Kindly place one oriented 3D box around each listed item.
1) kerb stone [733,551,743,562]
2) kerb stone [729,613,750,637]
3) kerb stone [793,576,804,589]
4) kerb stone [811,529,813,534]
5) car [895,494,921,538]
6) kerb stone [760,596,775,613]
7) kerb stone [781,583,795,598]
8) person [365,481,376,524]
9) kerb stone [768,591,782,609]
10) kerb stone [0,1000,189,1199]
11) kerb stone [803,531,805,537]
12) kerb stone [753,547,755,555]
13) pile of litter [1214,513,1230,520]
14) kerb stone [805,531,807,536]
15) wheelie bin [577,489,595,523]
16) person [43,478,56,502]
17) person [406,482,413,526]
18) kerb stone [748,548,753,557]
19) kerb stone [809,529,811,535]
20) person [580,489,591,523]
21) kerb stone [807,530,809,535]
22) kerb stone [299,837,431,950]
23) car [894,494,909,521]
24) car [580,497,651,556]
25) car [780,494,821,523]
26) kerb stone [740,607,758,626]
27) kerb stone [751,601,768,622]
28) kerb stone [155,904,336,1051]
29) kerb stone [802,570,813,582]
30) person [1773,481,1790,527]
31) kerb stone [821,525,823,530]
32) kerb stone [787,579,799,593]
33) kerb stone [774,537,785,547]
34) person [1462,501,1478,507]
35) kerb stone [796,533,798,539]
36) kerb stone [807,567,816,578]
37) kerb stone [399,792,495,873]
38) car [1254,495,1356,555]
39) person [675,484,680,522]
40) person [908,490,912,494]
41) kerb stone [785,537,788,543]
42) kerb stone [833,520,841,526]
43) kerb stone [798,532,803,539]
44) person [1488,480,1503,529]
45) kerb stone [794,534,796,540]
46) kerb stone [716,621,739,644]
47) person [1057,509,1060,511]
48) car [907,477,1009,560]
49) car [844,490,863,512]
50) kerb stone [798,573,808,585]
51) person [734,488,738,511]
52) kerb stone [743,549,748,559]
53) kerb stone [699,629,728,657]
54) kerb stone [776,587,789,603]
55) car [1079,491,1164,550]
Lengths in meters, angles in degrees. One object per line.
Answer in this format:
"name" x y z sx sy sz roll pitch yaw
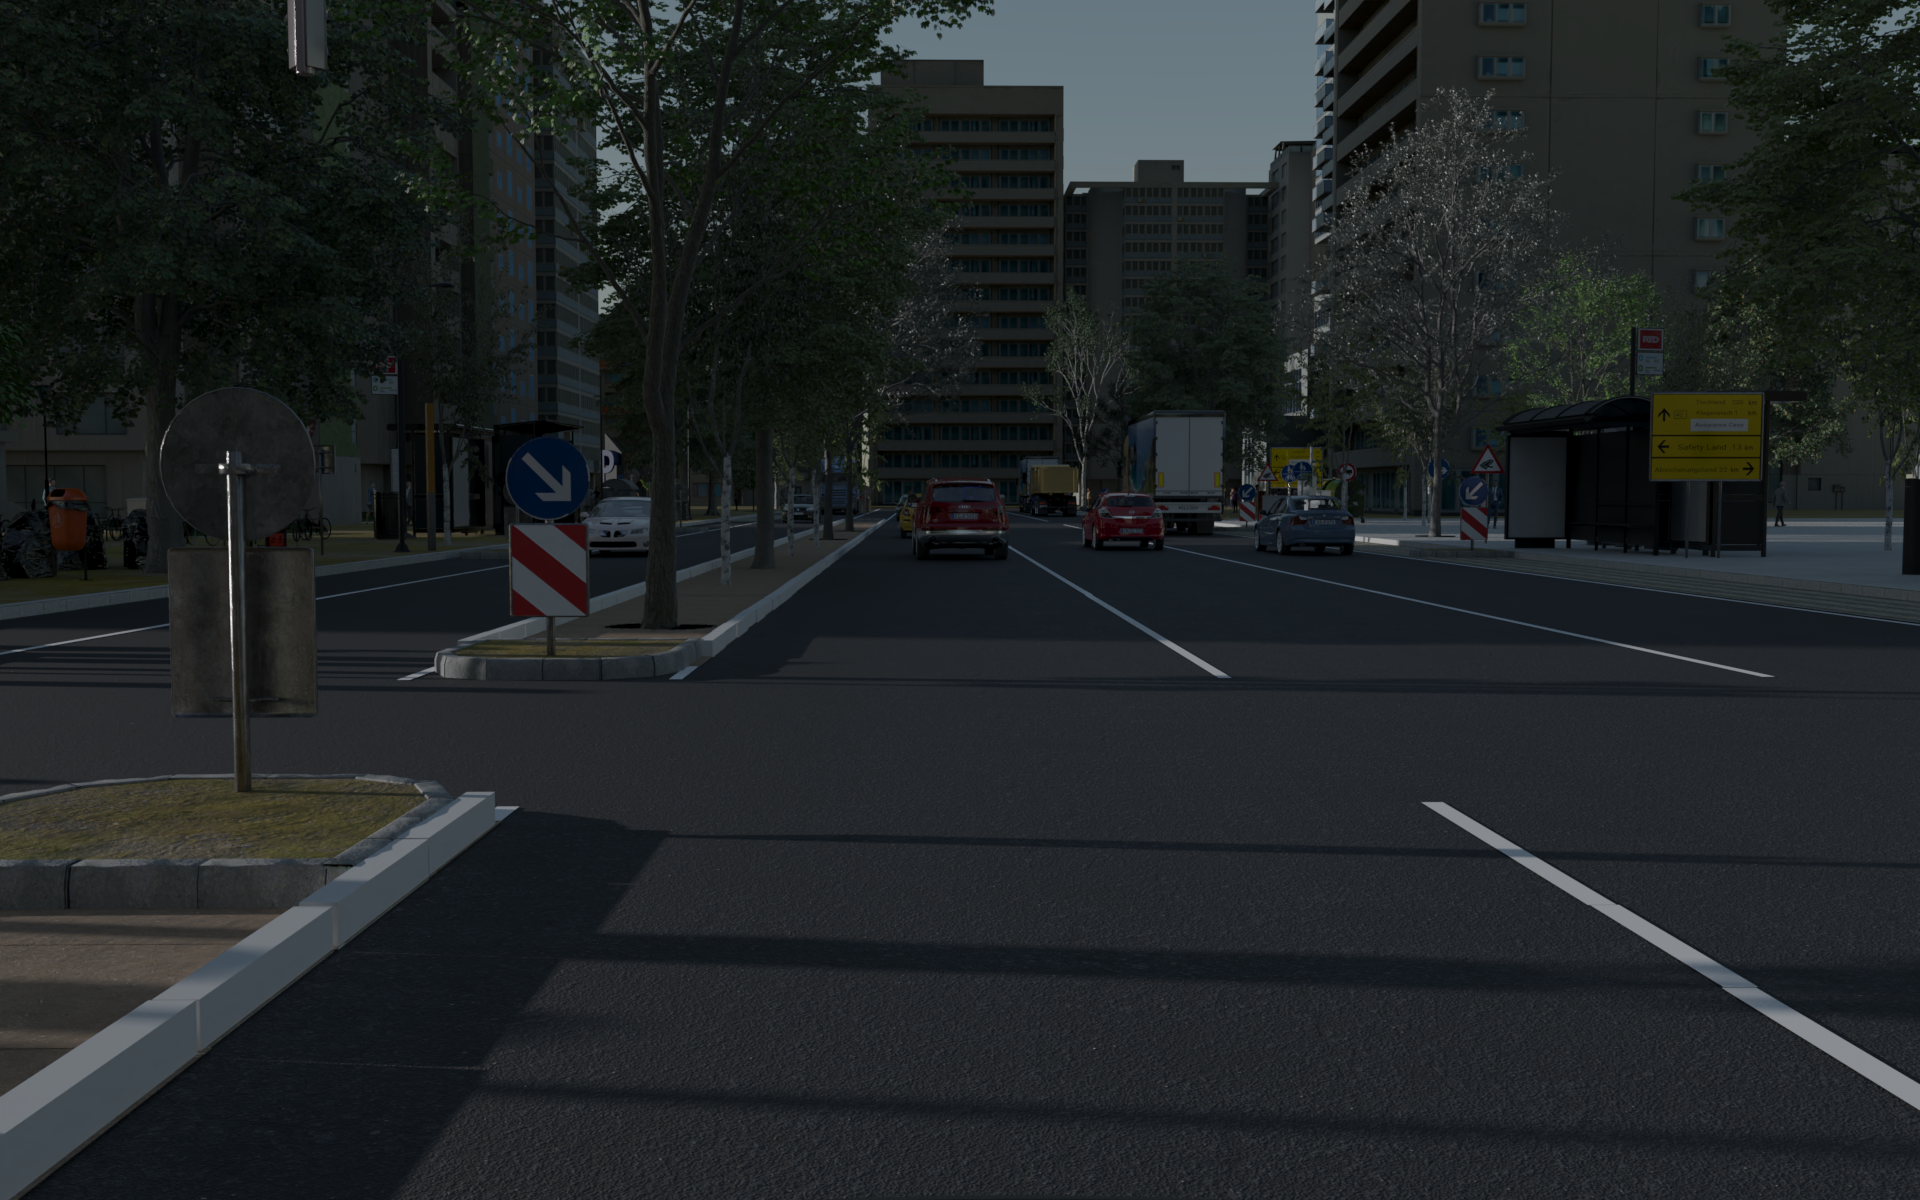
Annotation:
"kerb stone" -4.817 -0.914 37.187 0.120 0.150 1.000 0 4 -1
"kerb stone" -2.284 0.273 17.731 0.120 0.150 1.000 0 4 -1
"kerb stone" -2.473 -0.229 25.932 0.120 0.150 1.000 0 4 -1
"kerb stone" -5.342 -2.360 60.801 0.120 0.150 1.000 0 4 -1
"car" -1.148 -2.893 57.521 2.015 1.641 3.980 0 4 -2
"kerb stone" -2.360 0.093 20.800 0.120 0.150 1.000 0 4 -1
"kerb stone" -2.413 -0.103 23.872 0.120 0.150 1.000 0 4 -1
"person" -25.091 -4.149 73.908 0.654 1.822 0.581 2 4 34
"kerb stone" -2.371 0.023 21.822 0.120 0.150 1.000 0 4 -1
"kerb stone" -1.987 1.120 3.897 0.120 0.150 1.000 0 4 -1
"kerb stone" -5.246 -2.111 56.705 0.120 0.150 1.000 0 4 -1
"kerb stone" -4.888 -1.106 40.282 0.120 0.150 1.000 0 4 -1
"pile of litter" 12.872 -4.419 86.209 1.176 0.858 1.719 1 4 17
"kerb stone" -5.272 -2.173 57.728 0.120 0.150 1.000 0 4 -1
"wheelie bin" -16.033 -4.058 74.258 0.693 1.594 0.980 1 4 11
"person" -31.211 -3.262 59.402 0.620 1.820 0.660 0 4 2
"person" -21.912 -3.815 68.813 0.661 1.777 0.834 1 4 18
"kerb stone" -4.865 -1.043 39.247 0.120 0.150 1.000 0 4 -1
"kerb stone" -5.315 -2.297 59.779 0.120 0.150 1.000 0 4 -1
"person" -14.340 -3.653 65.968 0.583 1.804 0.606 0 4 7
"kerb stone" -5.298 -2.234 58.750 0.120 0.150 1.000 0 4 -1
"kerb stone" -2.026 0.994 5.940 0.120 0.150 1.000 0 4 -1
"car" -2.506 -4.987 93.337 2.131 1.459 4.920 0 4 -1
"car" -7.912 -1.772 41.327 2.083 1.381 4.827 0 4 -2
"car" -7.903 -4.688 86.438 2.009 1.686 4.222 0 4 0
"kerb stone" -2.319 0.211 18.753 0.120 0.150 1.000 0 4 -1
"kerb stone" -2.329 0.148 19.778 0.120 0.150 1.000 0 4 -1
"kerb stone" -2.011 1.063 4.919 0.120 0.150 1.000 0 4 -1
"kerb stone" -2.514 -0.354 27.980 0.120 0.150 1.000 0 4 -1
"person" 32.418 -3.782 68.277 0.834 1.777 0.661 -2 4 -26
"kerb stone" -5.543 -2.924 70.016 0.120 0.150 1.000 0 4 -1
"kerb stone" -2.447 -0.164 24.895 0.120 0.150 1.000 0 4 -1
"kerb stone" -5.074 -1.609 48.501 0.120 0.150 1.000 0 4 -1
"person" 19.507 -3.682 66.261 0.660 1.820 0.620 1 4 18
"kerb stone" -5.182 -1.923 53.633 0.120 0.150 1.000 0 4 -1
"kerb stone" -2.539 -0.415 29.012 0.120 0.150 1.000 0 4 -1
"kerb stone" -2.052 0.932 6.962 0.120 0.150 1.000 0 4 -1
"car" 8.349 -1.838 42.059 2.014 1.417 4.499 0 4 -1
"person" -13.315 -4.533 80.377 0.641 1.798 0.478 -3 5 -41
"person" -4.457 -9.059 156.623 0.705 1.822 1.348 -1 4 -22
"kerb stone" -5.100 -1.671 49.522 0.120 0.150 1.000 0 4 -1
"kerb stone" -5.793 -3.615 81.298 0.120 0.150 1.000 0 4 -1
"kerb stone" -5.228 -2.048 55.678 0.120 0.150 1.000 0 4 -1
"person" 19.788 -3.551 64.284 0.721 1.800 0.419 1 4 15
"kerb stone" -5.155 -1.860 52.611 0.120 0.150 1.000 0 4 -1
"kerb stone" -2.271 0.336 16.709 0.120 0.150 1.000 0 4 -1
"person" 8.152 -8.147 141.847 1.348 1.807 0.705 3 5 40
"car" -0.041 -1.881 39.422 2.281 1.827 5.304 0 4 -3
"car" -8.643 -8.278 144.023 2.281 1.827 5.304 0 4 -3
"kerb stone" -2.495 -0.287 26.956 0.120 0.150 1.000 0 4 -1
"person" -17.495 -7.830 134.783 0.721 1.735 1.217 -1 4 -10
"kerb stone" -4.840 -0.980 38.222 0.120 0.150 1.000 0 4 -1
"kerb stone" -2.241 0.398 15.687 0.120 0.150 1.000 0 4 -1
"kerb stone" -2.391 -0.037 22.850 0.120 0.150 1.000 0 4 -1
"car" 4.258 -2.237 45.613 2.155 1.783 4.494 0 4 -2
